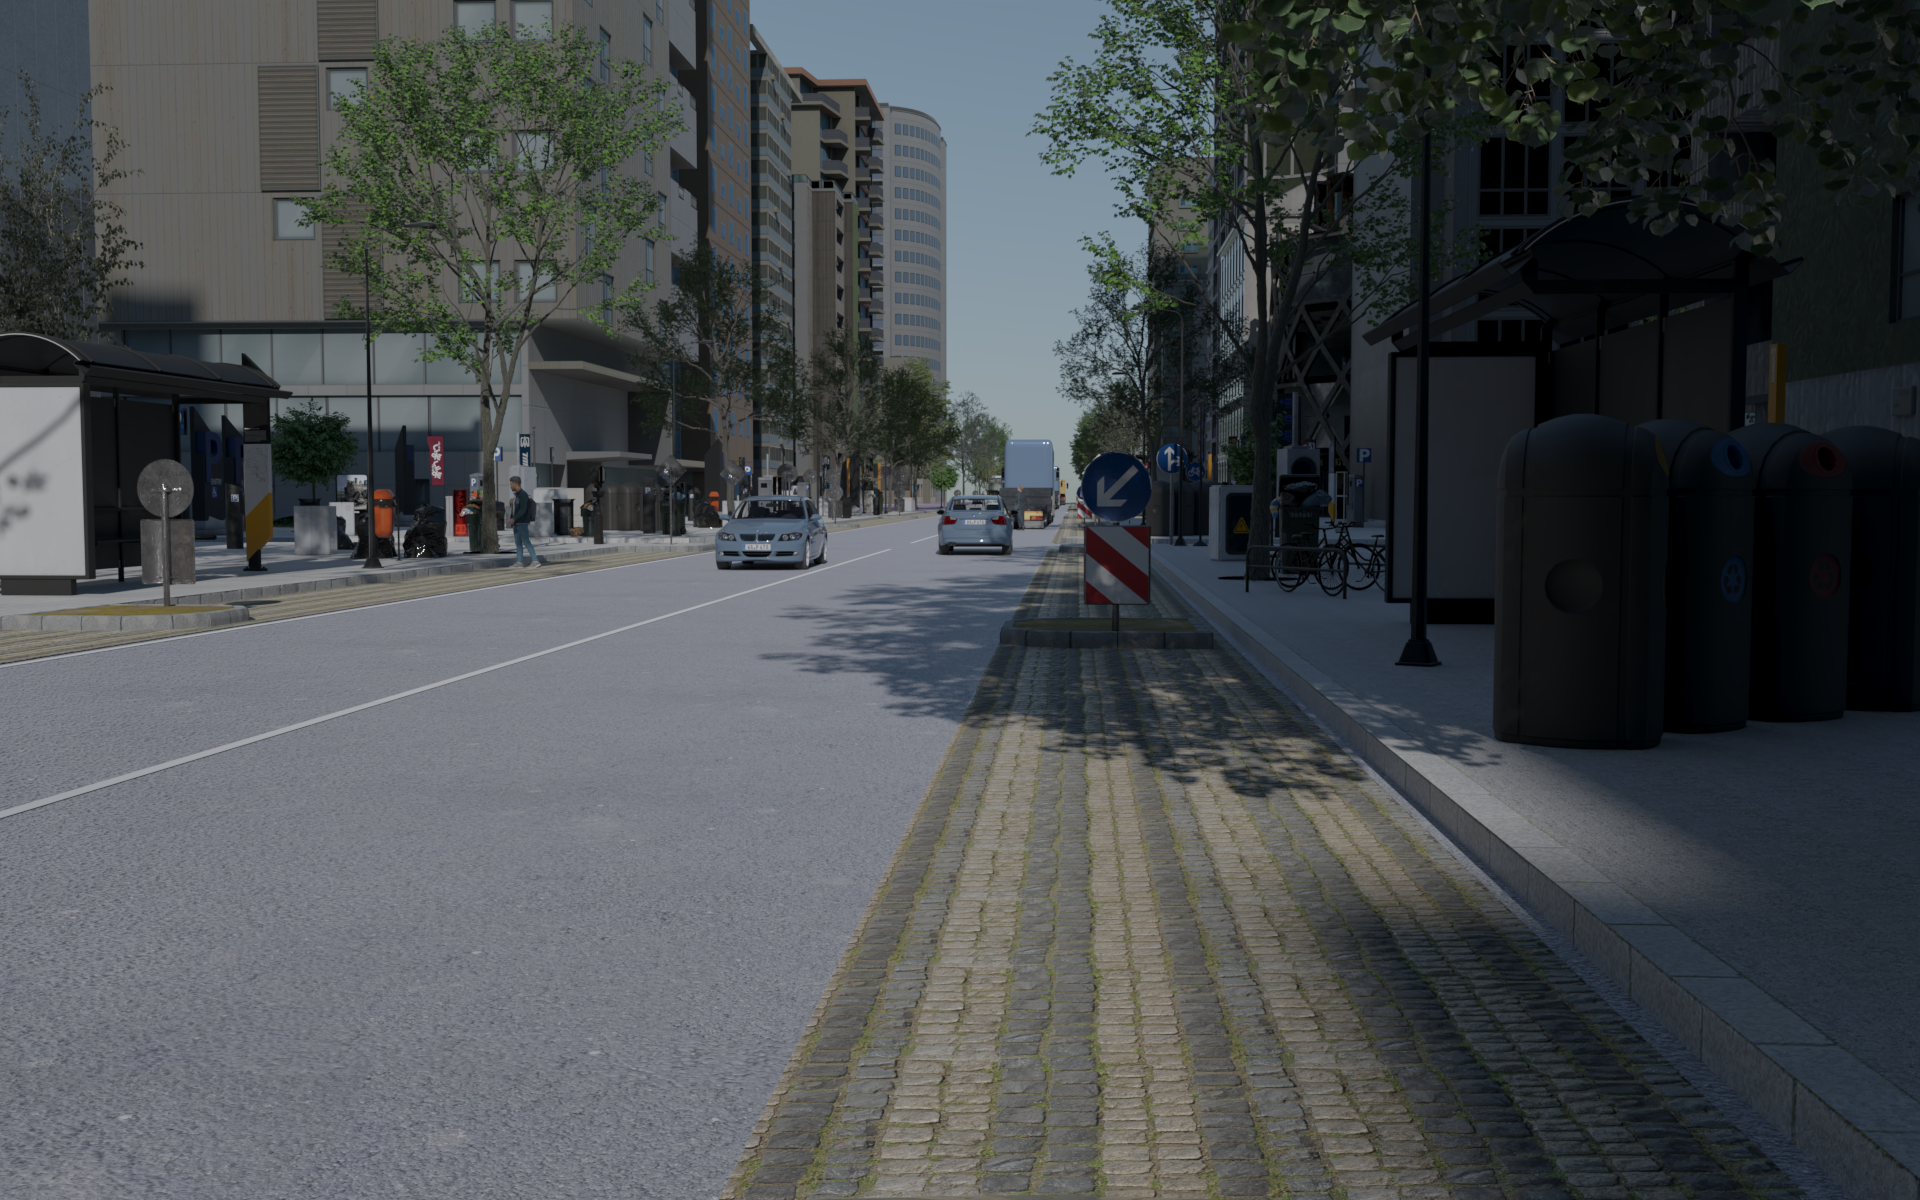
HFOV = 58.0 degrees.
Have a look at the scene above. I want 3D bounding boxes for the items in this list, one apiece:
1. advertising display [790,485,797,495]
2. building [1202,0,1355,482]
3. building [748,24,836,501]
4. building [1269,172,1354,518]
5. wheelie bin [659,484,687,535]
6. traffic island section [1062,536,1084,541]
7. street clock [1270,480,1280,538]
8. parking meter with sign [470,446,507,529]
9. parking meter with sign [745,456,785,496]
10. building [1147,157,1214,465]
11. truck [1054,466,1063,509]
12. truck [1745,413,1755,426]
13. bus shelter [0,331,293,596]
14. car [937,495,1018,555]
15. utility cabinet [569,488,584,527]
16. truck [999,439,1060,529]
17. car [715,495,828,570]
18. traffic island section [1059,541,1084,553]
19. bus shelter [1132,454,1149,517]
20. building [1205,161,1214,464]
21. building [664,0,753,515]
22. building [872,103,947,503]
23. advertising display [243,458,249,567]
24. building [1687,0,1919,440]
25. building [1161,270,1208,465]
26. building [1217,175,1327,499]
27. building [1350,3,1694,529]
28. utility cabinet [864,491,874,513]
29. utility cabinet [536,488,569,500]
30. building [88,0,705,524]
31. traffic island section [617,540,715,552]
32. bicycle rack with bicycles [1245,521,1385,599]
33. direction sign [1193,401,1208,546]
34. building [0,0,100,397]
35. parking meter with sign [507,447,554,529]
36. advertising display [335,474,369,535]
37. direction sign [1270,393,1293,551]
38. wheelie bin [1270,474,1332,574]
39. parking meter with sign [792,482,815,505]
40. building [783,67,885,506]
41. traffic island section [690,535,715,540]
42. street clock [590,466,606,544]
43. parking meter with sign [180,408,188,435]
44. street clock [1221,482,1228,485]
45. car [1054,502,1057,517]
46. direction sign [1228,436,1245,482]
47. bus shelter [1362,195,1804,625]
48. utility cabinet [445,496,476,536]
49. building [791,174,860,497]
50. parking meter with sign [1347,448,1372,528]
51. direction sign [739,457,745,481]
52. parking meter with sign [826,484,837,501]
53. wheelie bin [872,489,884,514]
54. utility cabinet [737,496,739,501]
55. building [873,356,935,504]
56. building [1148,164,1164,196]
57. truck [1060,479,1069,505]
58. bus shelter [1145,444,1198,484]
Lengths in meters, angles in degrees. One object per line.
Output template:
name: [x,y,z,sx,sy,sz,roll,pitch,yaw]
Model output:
advertising display: [-11.992,-7.375,125.796,0.123,1.923,0.974,3,4,36]
building: [31.768,-43.912,156.213,20.563,71.187,20.611,0,4,4]
building: [-26.698,-27.405,139.960,32.217,40.220,23.993,0,4,4]
building: [25.885,-14.093,97.875,16.820,18.784,16.811,0,4,4]
wheelie bin: [-9.052,-2.860,54.664,0.980,1.594,0.693,2,4,34]
traffic island section: [4.013,-1.764,51.119,2.009,0.180,2.903,0,4,4]
street clock: [9.387,-2.839,50.991,0.471,2.002,0.358,2,4,27]
parking meter with sign: [-17.420,-4.073,62.859,0.543,3.016,1.738,2,4,32]
parking meter with sign: [-8.907,-5.082,79.359,1.738,3.016,0.543,0,4,-3]
building: [37.636,-37.976,244.611,21.300,48.544,21.600,0,4,4]
truck: [7.788,-10.406,159.900,2.967,4.110,18.799,0,4,5]
truck: [21.235,-3.463,45.528,11.283,4.237,2.839,0,4,6]
bus shelter: [-11.568,-1.860,24.339,2.014,3.302,5.546,0,4,4]
car: [0.410,-1.837,42.033,2.014,1.417,4.499,0,4,2]
utility cabinet: [-14.963,-3.509,66.043,1.173,1.500,0.318,-2,4,-28]
truck: [2.941,-5.491,79.538,2.967,4.110,18.799,0,4,4]
car: [-3.675,-1.365,34.325,2.014,1.417,4.499,0,4,3]
traffic island section: [3.481,-1.277,43.152,2.009,0.180,2.903,0,4,4]
bus shelter: [10.120,-6.714,101.061,1.731,3.624,6.357,0,4,4]
building: [38.544,-29.851,179.943,32.217,40.220,23.993,0,4,4]
building: [-21.947,-28.391,114.308,14.600,45.320,14.200,0,4,4]
building: [-13.531,-44.000,261.400,21.231,58.520,28.212,0,4,4]
advertising display: [-12.530,-1.549,30.544,0.123,1.923,0.974,-2,4,-26]
building: [19.097,-15.579,26.423,14.160,30.474,14.107,0,4,4]
building: [33.356,-27.861,227.232,14.160,30.474,14.107,0,4,4]
building: [22.803,-16.328,116.117,9.793,20.994,18.267,0,4,4]
building: [27.622,-16.524,63.674,24.014,27.812,14.314,0,4,4]
utility cabinet: [-6.068,-6.544,115.667,0.318,1.500,1.173,-2,4,-32]
utility cabinet: [-13.872,-3.045,58.472,1.173,1.500,0.318,1,4,21]
building: [-28.655,-30.363,85.670,28.713,52.752,27.495,0,4,4]
traffic island section: [-7.336,-1.321,43.876,2.009,0.180,2.903,0,4,4]
bicycle rack with bicycles: [4.991,-0.559,22.528,2.852,0.926,2.925,-2,4,-31]
direction sign: [5.921,-3.093,42.561,0.379,3.537,0.876,0,4,0]
building: [-28.369,-12.995,30.491,19.932,24.808,12.078,0,4,4]
parking meter with sign: [-15.939,-4.151,64.135,1.738,3.016,0.543,0,4,-7]
advertising display: [-19.186,-3.025,54.673,0.974,1.923,0.123,-2,4,-27]
direction sign: [7.028,-2.872,38.947,0.876,3.537,0.379,0,4,7]
wheelie bin: [5.491,-1.222,27.885,0.980,1.594,0.693,0,4,7]
parking meter with sign: [-10.115,-7.055,111.603,1.738,3.016,0.543,2,4,26]
building: [-19.641,-32.178,180.741,22.147,44.769,28.867,0,4,4]
traffic island section: [-6.804,-1.808,51.844,2.009,0.180,2.903,0,4,4]
street clock: [-9.220,-2.421,44.151,0.358,2.002,0.471,1,4,15]
parking meter with sign: [-16.305,-2.341,34.530,0.543,3.016,1.738,2,4,28]
street clock: [15.595,-5.972,102.216,0.358,2.002,0.471,-3,5,-40]
car: [5.079,-5.861,108.401,1.945,1.354,3.894,0,4,3]
direction sign: [10.851,-4.620,67.526,0.876,3.537,0.379,3,4,39]
bus shelter: [4.830,-1.259,14.501,2.014,3.302,5.546,0,4,4]
utility cabinet: [-15.138,-2.532,52.566,1.020,1.237,0.306,2,4,32]
building: [-17.064,-23.698,159.164,14.160,30.474,14.107,0,4,4]
parking meter with sign: [15.240,-4.294,66.474,0.543,3.016,1.738,0,4,-4]
direction sign: [-13.361,-6.988,106.252,0.379,3.537,0.876,1,4,17]
parking meter with sign: [-9.166,-7.972,126.603,0.543,3.016,1.738,3,4,38]
wheelie bin: [-5.185,-6.218,109.567,0.693,1.594,0.980,-1,4,-18]
utility cabinet: [-12.205,-5.291,97.665,0.306,1.237,1.020,1,4,22]
building: [-18.285,-23.807,234.280,27.650,21.520,28.899,0,4,4]
building: [43.383,-41.555,268.656,28.713,52.752,27.495,0,4,4]
truck: [12.573,-14.160,227.442,3.469,3.379,9.791,0,4,3]
bus shelter: [8.865,-4.835,72.977,2.014,3.302,5.546,0,4,4]
